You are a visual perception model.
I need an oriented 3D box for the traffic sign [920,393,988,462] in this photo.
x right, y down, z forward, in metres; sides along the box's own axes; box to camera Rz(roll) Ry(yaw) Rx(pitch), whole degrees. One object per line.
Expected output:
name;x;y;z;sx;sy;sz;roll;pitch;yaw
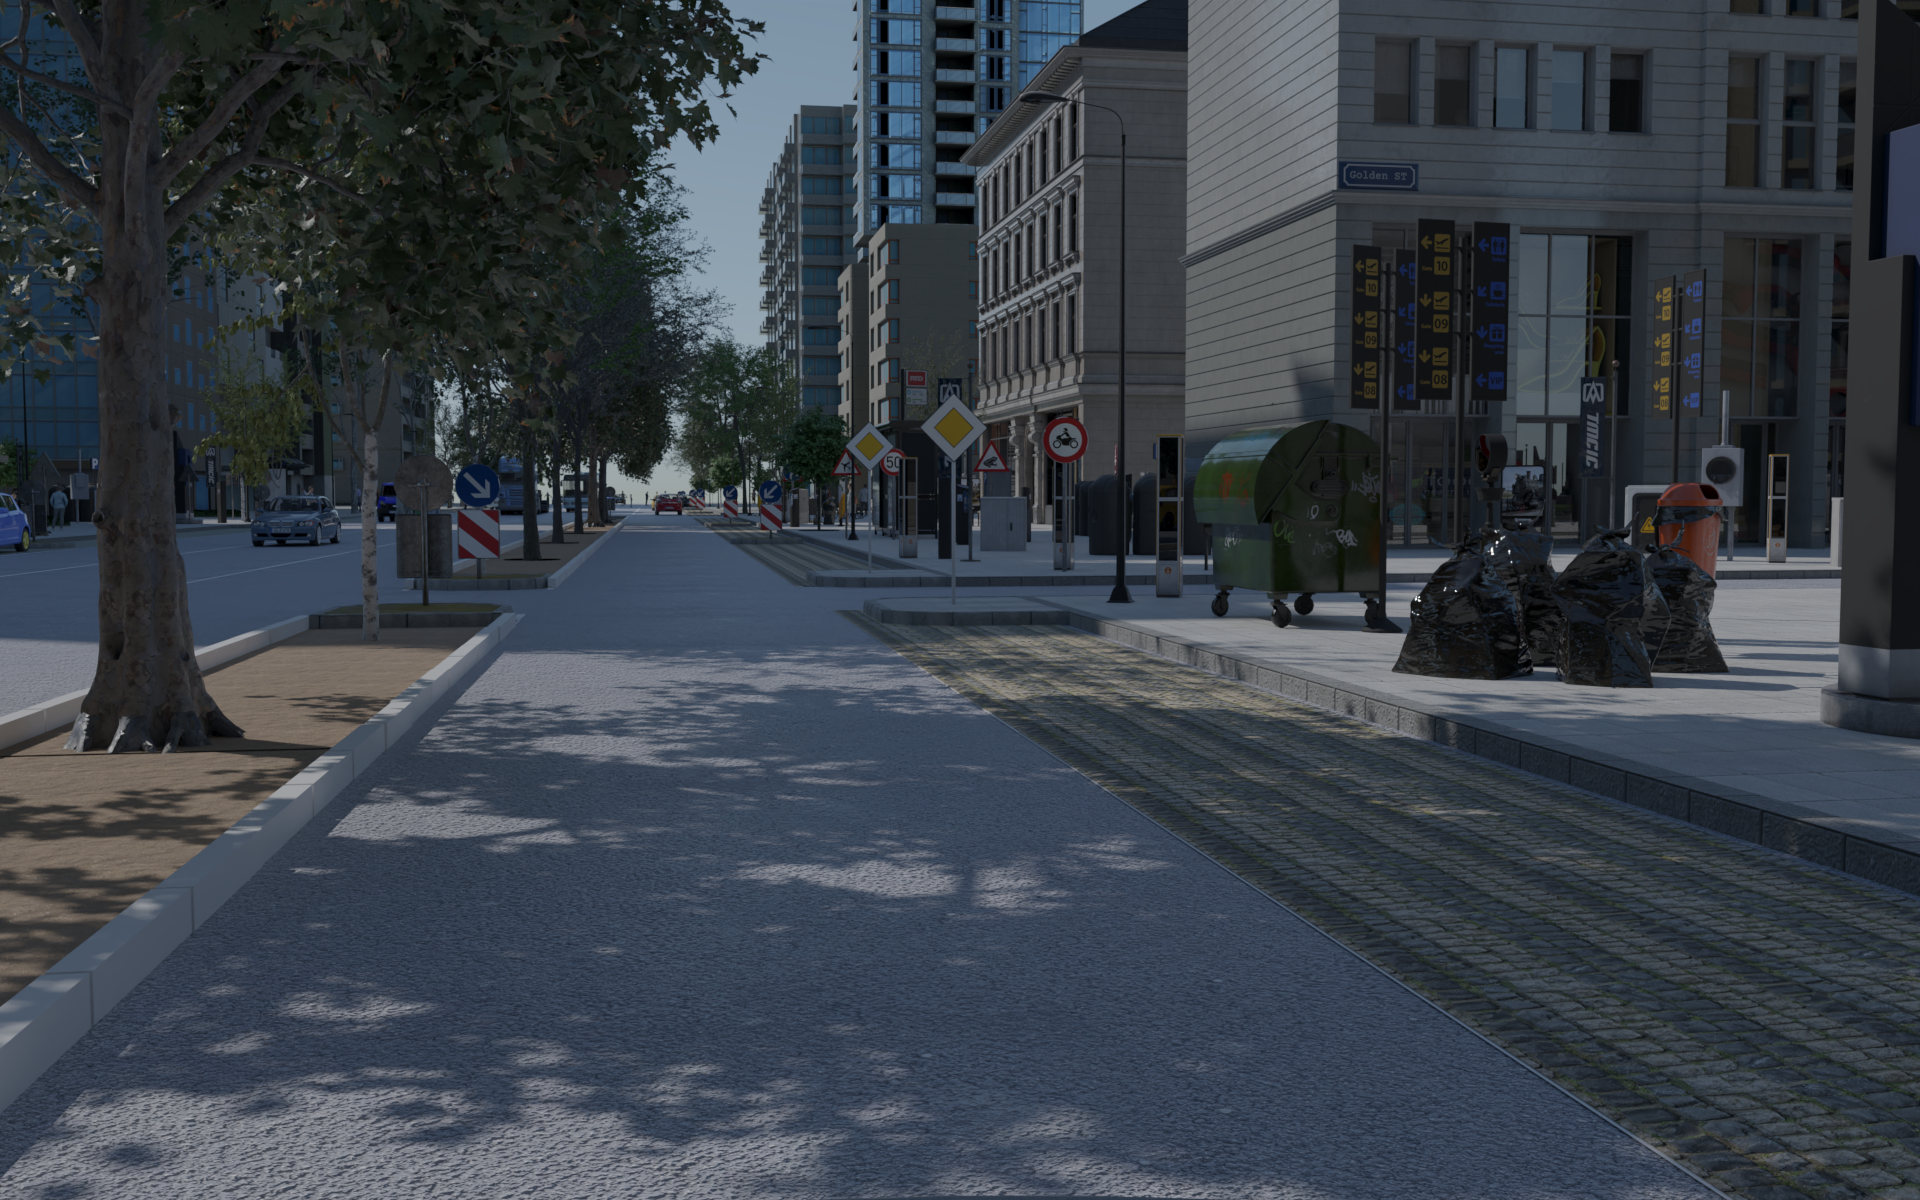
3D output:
traffic sign;-0.052;-1.093;20.061;0.795;2.593;0.064;-1;4;-10

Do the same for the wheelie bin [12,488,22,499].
wheelie bin;-46.980;-4.813;86.605;0.980;1.594;0.693;-2;4;-29

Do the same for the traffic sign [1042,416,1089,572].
traffic sign;1.728;-1.740;28.550;0.768;2.556;0.104;0;4;-6

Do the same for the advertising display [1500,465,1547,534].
advertising display;12.498;-2.033;38.451;0.974;1.923;0.123;2;4;35

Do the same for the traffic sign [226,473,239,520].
traffic sign;-35.718;-5.071;85.044;0.606;2.300;0.079;0;4;-1

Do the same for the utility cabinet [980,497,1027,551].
utility cabinet;0.978;-1.700;38.950;1.020;1.237;0.306;1;4;10

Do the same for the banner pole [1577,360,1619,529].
banner pole;12.035;-2.600;32.532;0.863;3.779;0.401;0;4;7

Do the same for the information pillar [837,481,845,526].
information pillar;-4.700;-4.731;68.703;0.183;3.616;0.504;-2;4;-25

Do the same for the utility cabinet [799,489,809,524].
utility cabinet;-6.787;-3.973;73.629;0.318;1.500;1.173;1;4;17

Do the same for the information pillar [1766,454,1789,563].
information pillar;15.205;-1.695;32.206;0.304;2.012;0.304;1;4;18

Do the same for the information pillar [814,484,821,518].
information pillar;-6.884;-4.845;83.712;0.304;2.012;0.304;-1;4;-17

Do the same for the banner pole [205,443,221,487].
banner pole;-33.615;-5.389;78.134;0.863;3.779;0.401;-3;5;-40

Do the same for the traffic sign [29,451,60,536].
traffic sign;-27.682;-3.204;52.388;0.884;2.594;0.081;0;4;-6

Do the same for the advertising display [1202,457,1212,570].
advertising display;4.522;-1.448;28.881;0.974;1.923;0.123;2;4;26

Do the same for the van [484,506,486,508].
van;-46.476;-10.061;171.509;2.013;2.044;4.112;-1;4;-10

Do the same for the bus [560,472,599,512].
bus;-30.601;-8.916;140.638;2.948;3.499;13.247;-1;4;-10

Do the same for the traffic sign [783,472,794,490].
traffic sign;-6.662;-4.207;68.890;0.768;2.556;0.104;0;4;-7

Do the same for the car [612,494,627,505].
car;-46.997;-14.023;239.061;2.009;1.686;4.222;-1;4;-10

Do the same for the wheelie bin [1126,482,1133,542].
wheelie bin;4.288;-2.364;46.557;0.980;1.594;0.693;-1;4;-20

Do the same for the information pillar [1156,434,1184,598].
information pillar;2.606;-1.040;21.498;0.304;2.012;0.304;1;4;14

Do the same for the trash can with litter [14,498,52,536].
trash can with litter;-28.534;-2.554;53.150;0.624;1.170;1.055;2;4;34

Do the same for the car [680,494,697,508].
car;-26.793;-9.893;171.537;2.009;1.686;4.222;-1;4;-10

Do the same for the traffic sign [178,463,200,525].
traffic sign;-32.392;-4.451;72.779;0.884;2.594;0.081;0;4;-2

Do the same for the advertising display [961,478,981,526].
advertising display;0.373;-3.942;69.663;0.974;1.923;0.123;-2;4;-27

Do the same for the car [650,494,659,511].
car;-25.609;-8.476;148.801;2.015;1.641;3.980;-1;4;-12

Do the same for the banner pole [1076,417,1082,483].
banner pole;3.863;-4.054;56.293;0.401;3.779;0.863;-1;4;-8

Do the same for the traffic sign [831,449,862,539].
traffic sign;-3.245;-3.019;49.365;0.884;2.594;0.081;0;4;-6

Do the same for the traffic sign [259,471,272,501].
traffic sign;-36.583;-5.564;91.081;0.768;2.556;0.104;0;4;-7

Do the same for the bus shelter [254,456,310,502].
bus shelter;-36.908;-6.137;94.261;2.014;3.302;5.546;-1;4;-10

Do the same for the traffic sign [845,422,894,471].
traffic sign;-1.435;-1.574;27.926;0.795;2.593;0.064;-1;4;-10

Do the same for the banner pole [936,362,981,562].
banner pole;-0.031;-2.623;32.904;0.863;3.779;0.401;0;4;-3

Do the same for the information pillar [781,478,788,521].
information pillar;-8.263;-4.705;81.418;0.304;2.012;0.304;0;4;-3

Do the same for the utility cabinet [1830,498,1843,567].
utility cabinet;15.921;-1.183;30.505;1.020;1.237;0.306;0;4;-1

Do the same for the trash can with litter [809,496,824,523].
trash can with litter;-6.272;-4.080;77.764;1.678;1.210;2.233;2;4;35

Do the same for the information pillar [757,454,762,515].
information pillar;-11.841;-6.782;102.234;0.183;3.616;0.504;1;4;14

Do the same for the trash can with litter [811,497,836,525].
trash can with litter;-5.695;-3.715;72.123;1.055;1.170;0.624;1;4;10

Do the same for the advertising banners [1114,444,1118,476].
advertising banners;5.367;-3.965;61.017;0.090;3.025;2.074;0;4;-3

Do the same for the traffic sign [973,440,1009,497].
traffic sign;0.747;-2.543;41.587;0.884;2.594;0.081;0;4;-6

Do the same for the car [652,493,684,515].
car;-20.032;-6.720;118.917;2.155;1.783;4.494;-1;4;-11

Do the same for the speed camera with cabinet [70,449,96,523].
speed camera with cabinet;-38.493;-5.069;77.217;2.038;3.252;0.660;-2;4;-35

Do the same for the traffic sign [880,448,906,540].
traffic sign;-1.854;-2.951;48.360;0.768;2.556;0.104;-1;4;-10

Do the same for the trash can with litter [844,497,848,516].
trash can with litter;-6.963;-5.579;102.601;0.624;1.170;1.055;-1;4;-17

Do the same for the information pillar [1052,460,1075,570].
information pillar;1.761;-1.515;29.261;0.304;2.012;0.304;1;4;17

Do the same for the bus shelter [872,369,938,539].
bus shelter;-1.679;-4.632;53.364;2.179;5.291;8.768;-1;4;-10

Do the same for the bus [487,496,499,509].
bus;-41.078;-9.902;156.753;2.948;3.499;13.247;-1;4;-11

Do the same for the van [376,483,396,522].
van;-29.016;-5.247;90.180;2.240;2.365;5.245;-1;4;-9

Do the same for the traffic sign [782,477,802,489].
traffic sign;-6.885;-4.370;71.450;0.884;2.594;0.081;-1;4;-9

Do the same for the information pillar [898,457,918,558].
information pillar;-1.039;-1.846;34.682;0.304;2.012;0.304;-1;4;-21

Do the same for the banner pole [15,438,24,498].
banner pole;-42.033;-5.348;77.459;0.863;3.779;0.401;3;5;42

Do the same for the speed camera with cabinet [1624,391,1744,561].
speed camera with cabinet;13.960;-2.389;33.395;2.038;3.252;0.660;2;4;31
